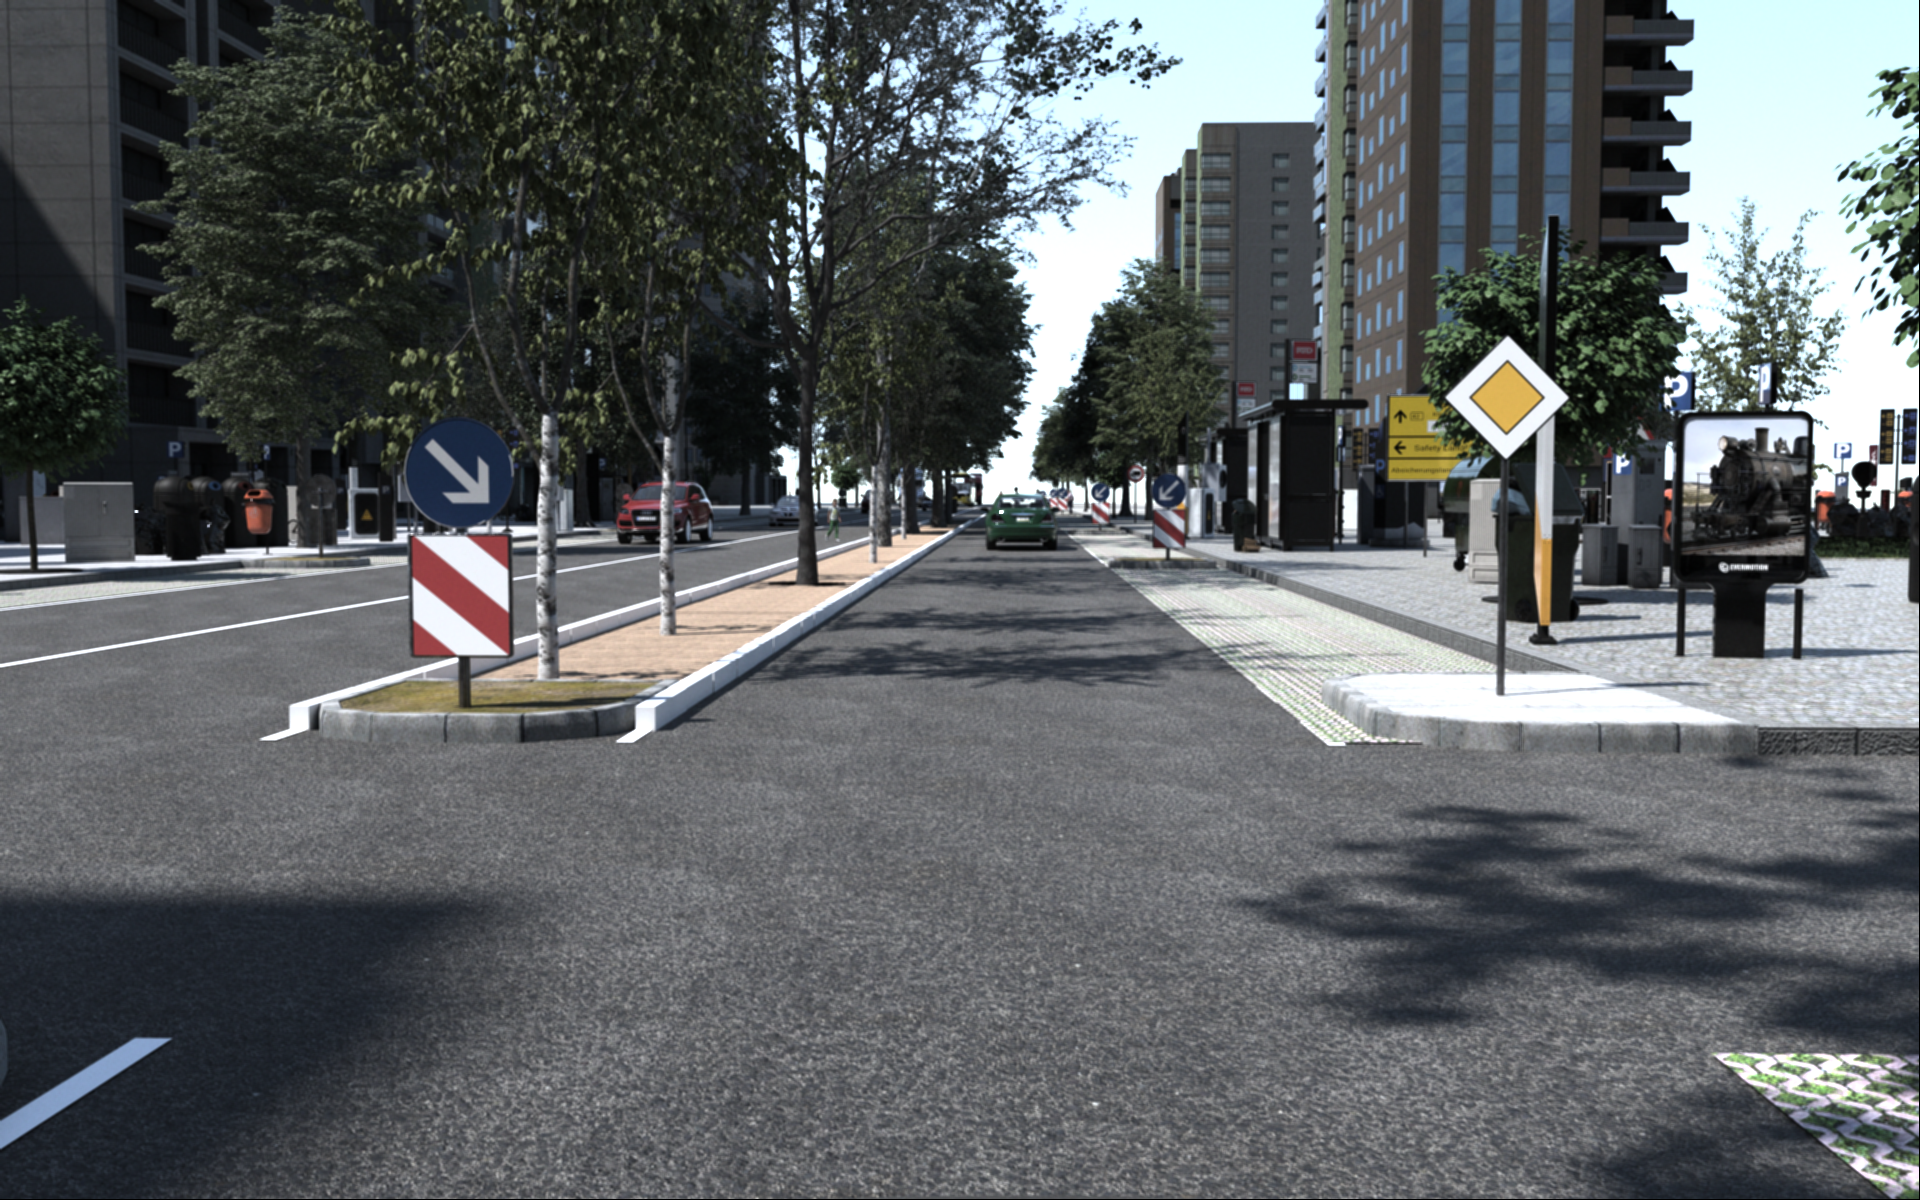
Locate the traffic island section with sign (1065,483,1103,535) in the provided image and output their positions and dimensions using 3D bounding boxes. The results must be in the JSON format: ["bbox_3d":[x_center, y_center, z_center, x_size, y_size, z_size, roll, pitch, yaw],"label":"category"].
[{"bbox_3d":[4.796,-3.196,60.881,1.989,1.847,2.006,0,4,2],"label":"traffic island section with sign"}]

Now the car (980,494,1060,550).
[{"bbox_3d":[1.592,-2.075,45.717,2.131,1.459,4.920,0,4,0],"label":"car"}]

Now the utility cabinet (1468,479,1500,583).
[{"bbox_3d":[7.855,-0.976,24.630,1.173,1.500,0.318,3,5,40],"label":"utility cabinet"}]

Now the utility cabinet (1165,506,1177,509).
[{"bbox_3d":[10.043,-4.397,80.565,0.318,1.500,1.173,-3,4,-38],"label":"utility cabinet"}]

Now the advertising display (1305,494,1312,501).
[{"bbox_3d":[11.925,-3.304,59.231,0.123,1.923,0.974,0,4,5],"label":"advertising display"}]

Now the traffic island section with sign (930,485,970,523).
[{"bbox_3d":[-0.466,-4.763,86.012,2.006,1.907,1.989,0,4,2],"label":"traffic island section with sign"}]

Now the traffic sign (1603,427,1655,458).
[{"bbox_3d":[9.891,-1.559,25.494,0.884,2.594,0.081,0,4,2],"label":"traffic sign"}]

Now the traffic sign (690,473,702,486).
[{"bbox_3d":[-12.920,-5.048,84.670,0.606,2.300,0.079,0,4,6],"label":"traffic sign"}]

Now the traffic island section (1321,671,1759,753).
[{"bbox_3d":[3.462,0.687,11.043,2.009,0.180,2.903,0,4,2],"label":"traffic island section"}]

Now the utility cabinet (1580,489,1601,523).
[{"bbox_3d":[27.504,-4.094,75.613,1.173,1.500,0.318,-1,4,-9],"label":"utility cabinet"}]

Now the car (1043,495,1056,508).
[{"bbox_3d":[8.725,-9.751,172.002,1.945,1.354,3.894,0,4,3],"label":"car"}]

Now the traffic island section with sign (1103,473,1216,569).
[{"bbox_3d":[3.891,-1.535,33.729,1.989,1.847,2.006,0,4,2],"label":"traffic island section with sign"}]

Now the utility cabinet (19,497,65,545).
[{"bbox_3d":[-23.280,-2.006,43.958,1.020,1.237,0.306,-2,4,-28],"label":"utility cabinet"}]

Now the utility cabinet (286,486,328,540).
[{"bbox_3d":[-18.169,-2.399,47.902,1.173,1.500,0.318,1,4,14],"label":"utility cabinet"}]

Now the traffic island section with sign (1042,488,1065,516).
[{"bbox_3d":[6.438,-6.258,110.938,1.989,1.847,2.006,0,4,2],"label":"traffic island section with sign"}]

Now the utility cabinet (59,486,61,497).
[{"bbox_3d":[-23.481,-2.294,46.185,1.173,1.500,0.318,2,4,27],"label":"utility cabinet"}]

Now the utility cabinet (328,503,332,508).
[{"bbox_3d":[-19.001,-2.595,51.111,0.318,1.500,1.173,1,4,13],"label":"utility cabinet"}]

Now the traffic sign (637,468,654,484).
[{"bbox_3d":[-13.914,-4.678,76.595,0.768,2.556,0.104,1,4,9],"label":"traffic sign"}]

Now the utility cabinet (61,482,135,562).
[{"bbox_3d":[-16.203,-1.463,32.606,1.173,1.500,0.318,-2,4,-27],"label":"utility cabinet"}]

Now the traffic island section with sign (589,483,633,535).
[{"bbox_3d":[-11.897,-3.206,61.043,1.989,1.847,2.006,0,4,2],"label":"traffic island section with sign"}]

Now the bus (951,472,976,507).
[{"bbox_3d":[0.227,-12.482,195.630,2.896,3.916,12.252,0,4,3],"label":"bus"}]

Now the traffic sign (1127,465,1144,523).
[{"bbox_3d":[7.707,-4.645,76.054,0.768,2.556,0.104,0,4,5],"label":"traffic sign"}]

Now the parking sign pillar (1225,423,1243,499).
[{"bbox_3d":[10.468,-4.756,66.229,1.447,3.967,1.447,1,4,22],"label":"parking sign pillar"}]

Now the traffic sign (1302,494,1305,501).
[{"bbox_3d":[9.687,-2.982,48.864,0.768,2.556,0.104,0,4,2],"label":"traffic sign"}]

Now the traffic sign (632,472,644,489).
[{"bbox_3d":[-15.391,-5.061,82.751,0.884,2.594,0.081,0,4,5],"label":"traffic sign"}]

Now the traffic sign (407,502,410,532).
[{"bbox_3d":[-18.747,-3.593,58.849,0.768,2.556,0.104,0,4,6],"label":"traffic sign"}]

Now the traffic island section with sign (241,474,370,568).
[{"bbox_3d":[-12.779,-1.558,34.102,1.989,1.847,2.006,0,4,2],"label":"traffic island section with sign"}]

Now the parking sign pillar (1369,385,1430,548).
[{"bbox_3d":[10.702,-3.278,42.070,1.447,3.967,1.447,-2,4,-28],"label":"parking sign pillar"}]

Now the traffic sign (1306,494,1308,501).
[{"bbox_3d":[9.559,-2.790,47.751,0.606,2.300,0.079,1,4,10],"label":"traffic sign"}]

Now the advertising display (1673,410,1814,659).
[{"bbox_3d":[6.108,-0.509,13.542,0.974,1.923,0.123,1,4,15],"label":"advertising display"}]

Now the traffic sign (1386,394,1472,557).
[{"bbox_3d":[9.805,-2.526,35.178,2.265,3.308,0.079,0,4,7],"label":"traffic sign"}]

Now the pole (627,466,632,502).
[{"bbox_3d":[-14.602,-5.059,76.565,0.158,3.312,0.155,0,3,0],"label":"pole"}]

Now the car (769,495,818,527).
[{"bbox_3d":[-7.432,-3.996,77.695,2.083,1.381,4.827,0,4,1],"label":"car"}]

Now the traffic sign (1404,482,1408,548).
[{"bbox_3d":[10.523,-2.491,40.832,0.768,2.556,0.104,1,4,10],"label":"traffic sign"}]

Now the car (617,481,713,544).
[{"bbox_3d":[-8.693,-2.612,51.376,2.281,1.827,5.304,0,4,3],"label":"car"}]

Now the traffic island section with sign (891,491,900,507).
[{"bbox_3d":[-7.519,-11.287,193.176,1.989,1.847,2.006,0,4,2],"label":"traffic island section with sign"}]

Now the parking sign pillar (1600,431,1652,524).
[{"bbox_3d":[19.417,-3.793,50.486,1.447,3.967,1.447,3,4,38],"label":"parking sign pillar"}]

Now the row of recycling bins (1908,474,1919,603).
[{"bbox_3d":[12.900,-0.777,19.825,3.534,1.692,1.069,1,4,21],"label":"row of recycling bins"}]

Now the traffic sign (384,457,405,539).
[{"bbox_3d":[-16.020,-2.993,49.036,0.768,2.556,0.104,1,4,10],"label":"traffic sign"}]

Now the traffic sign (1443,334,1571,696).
[{"bbox_3d":[3.439,-0.448,10.966,0.795,2.450,0.064,0,4,2],"label":"traffic sign"}]

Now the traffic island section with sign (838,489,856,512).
[{"bbox_3d":[-9.341,-7.910,137.955,1.989,1.847,2.006,0,4,2],"label":"traffic island section with sign"}]

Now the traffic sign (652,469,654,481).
[{"bbox_3d":[-15.161,-5.176,84.730,0.768,2.556,0.104,0,4,5],"label":"traffic sign"}]

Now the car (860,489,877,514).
[{"bbox_3d":[-6.245,-7.357,128.953,2.281,1.827,5.304,0,4,0],"label":"car"}]

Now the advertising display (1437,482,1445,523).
[{"bbox_3d":[21.603,-4.369,76.645,0.974,1.923,0.123,-1,4,-10],"label":"advertising display"}]

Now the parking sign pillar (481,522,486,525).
[{"bbox_3d":[-20.794,-5.181,73.180,1.447,3.967,1.447,3,5,39],"label":"parking sign pillar"}]

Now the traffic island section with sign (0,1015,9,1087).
[{"bbox_3d":[-3.198,0.283,3.512,2.006,1.907,1.989,0,4,2],"label":"traffic island section with sign"}]

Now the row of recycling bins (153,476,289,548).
[{"bbox_3d":[-17.625,-2.092,41.325,1.069,1.692,3.534,2,4,27],"label":"row of recycling bins"}]

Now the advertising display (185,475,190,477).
[{"bbox_3d":[-26.730,-3.360,60.148,0.123,1.923,0.974,-2,4,-34],"label":"advertising display"}]

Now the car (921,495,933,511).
[{"bbox_3d":[-2.302,-8.244,147.368,1.945,1.354,3.894,0,4,2],"label":"car"}]

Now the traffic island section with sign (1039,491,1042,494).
[{"bbox_3d":[7.339,-7.905,137.878,1.989,1.847,2.006,0,4,2],"label":"traffic island section with sign"}]

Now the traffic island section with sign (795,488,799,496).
[{"bbox_3d":[-10.229,-6.259,110.967,1.989,1.847,2.006,0,4,2],"label":"traffic island section with sign"}]

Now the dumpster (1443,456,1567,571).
[{"bbox_3d":[8.780,-1.556,27.941,1.502,2.255,1.985,0,4,2],"label":"dumpster"}]

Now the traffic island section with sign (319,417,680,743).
[{"bbox_3d":[-2.943,-0.170,10.915,2.006,1.907,1.989,0,4,2],"label":"traffic island section with sign"}]
